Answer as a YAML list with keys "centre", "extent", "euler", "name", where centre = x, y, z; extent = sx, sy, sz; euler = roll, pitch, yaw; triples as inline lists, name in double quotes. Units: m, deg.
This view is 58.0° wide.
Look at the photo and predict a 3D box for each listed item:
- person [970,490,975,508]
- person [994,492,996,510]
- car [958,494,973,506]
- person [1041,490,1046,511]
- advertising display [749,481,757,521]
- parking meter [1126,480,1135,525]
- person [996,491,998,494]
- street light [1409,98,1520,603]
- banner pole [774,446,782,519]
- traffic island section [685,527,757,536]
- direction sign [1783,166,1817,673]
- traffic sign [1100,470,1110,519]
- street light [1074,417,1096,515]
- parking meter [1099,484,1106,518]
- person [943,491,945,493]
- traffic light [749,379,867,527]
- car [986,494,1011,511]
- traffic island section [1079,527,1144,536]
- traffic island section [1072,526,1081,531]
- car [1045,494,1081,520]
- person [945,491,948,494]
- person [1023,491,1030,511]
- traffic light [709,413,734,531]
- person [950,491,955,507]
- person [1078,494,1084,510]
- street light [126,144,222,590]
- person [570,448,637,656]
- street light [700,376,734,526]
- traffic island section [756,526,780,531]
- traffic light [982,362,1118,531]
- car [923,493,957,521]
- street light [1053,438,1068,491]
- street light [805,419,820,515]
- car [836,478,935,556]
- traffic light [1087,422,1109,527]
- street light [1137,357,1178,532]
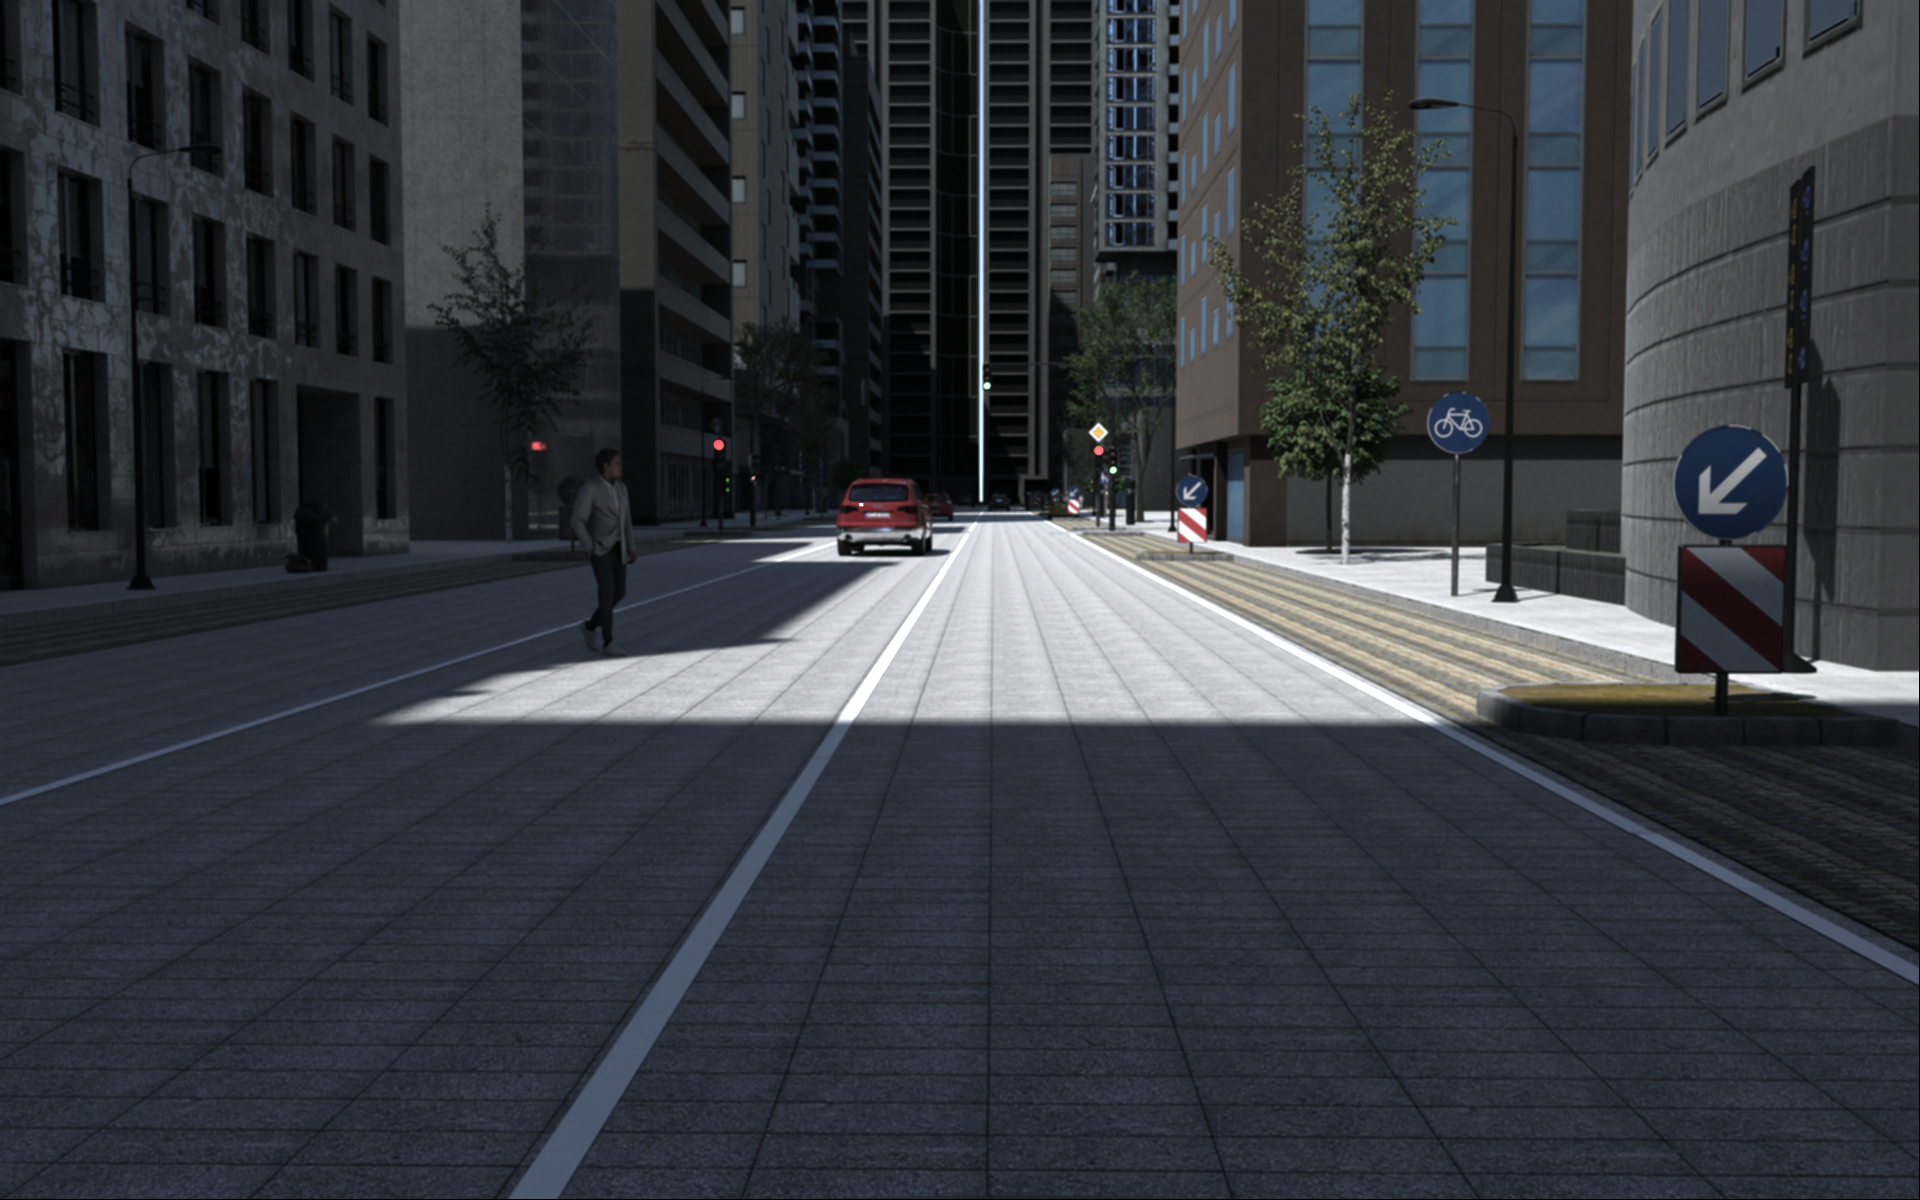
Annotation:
- centre: [1.357, -10.317, 177.138]
  extent: [0.705, 1.831, 1.348]
  euler: [-1, 4, -17]
  name: "person"
- centre: [3.272, -9.174, 159.964]
  extent: [0.415, 1.643, 0.593]
  euler: [-1, 4, -17]
  name: "person"
- centre: [0.736, -12.325, 210.316]
  extent: [1.959, 1.807, 4.718]
  euler: [0, 4, 1]
  name: "car"
- centre: [6.907, -8.353, 145.789]
  extent: [0.721, 1.743, 1.217]
  euler: [0, 4, -3]
  name: "person"
- centre: [-9.709, -4.647, 81.190]
  extent: [0.123, 1.923, 0.974]
  euler: [0, 4, 8]
  name: "advertising display"
- centre: [7.118, -4.070, 72.259]
  extent: [0.255, 1.863, 0.399]
  euler: [2, 4, 33]
  name: "parking meter"
- centre: [4.105, -11.145, 190.728]
  extent: [1.348, 1.822, 0.705]
  euler: [2, 4, 24]
  name: "person"
- centre: [5.959, -2.931, 20.460]
  extent: [1.470, 5.913, 1.316]
  euler: [0, 4, 1]
  name: "street light"
- centre: [-9.420, -6.085, 89.512]
  extent: [0.401, 3.779, 0.863]
  euler: [0, 4, -2]
  name: "banner pole"
- centre: [-8.351, -2.328, 60.339]
  extent: [2.009, 0.180, 2.903]
  euler: [0, 4, 1]
  name: "traffic island section"
- centre: [6.007, -1.251, 12.456]
  extent: [0.379, 3.537, 0.876]
  euler: [1, 4, 17]
  name: "direction sign"
- centre: [7.559, -5.524, 90.415]
  extent: [0.768, 2.556, 0.104]
  euler: [0, 4, 8]
  name: "traffic sign"
- centre: [7.605, -8.103, 105.020]
  extent: [1.470, 5.913, 1.316]
  euler: [0, 4, 1]
  name: "street light"
- centre: [7.688, -5.402, 94.040]
  extent: [0.399, 1.863, 0.255]
  euler: [-1, 4, -11]
  name: "parking meter"
- centre: [-1.376, -9.044, 156.923]
  extent: [0.990, 1.755, 0.434]
  euler: [-2, 4, -33]
  name: "person"
- centre: [-6.062, -5.719, 68.181]
  extent: [4.771, 5.953, 1.251]
  euler: [0, 4, 1]
  name: "traffic light"
- centre: [3.300, -8.259, 146.830]
  extent: [2.131, 1.459, 4.920]
  euler: [0, 4, 1]
  name: "car"
- centre: [5.287, -2.311, 60.067]
  extent: [2.009, 0.180, 2.903]
  euler: [0, 4, 1]
  name: "traffic island section"
- centre: [5.444, -2.799, 68.050]
  extent: [2.009, 0.180, 2.903]
  euler: [0, 4, 1]
  name: "traffic island section"
- centre: [5.809, -5.329, 97.355]
  extent: [2.015, 1.641, 3.980]
  euler: [0, 4, 2]
  name: "car"
- centre: [-1.571, -10.926, 187.860]
  extent: [1.217, 1.743, 0.721]
  euler: [3, 5, 42]
  name: "person"
- centre: [5.515, -8.285, 144.768]
  extent: [0.742, 1.727, 0.445]
  euler: [2, 4, 26]
  name: "person"
- centre: [-8.312, -4.360, 60.203]
  extent: [0.839, 4.253, 0.868]
  euler: [0, 4, 1]
  name: "traffic light"
- centre: [-0.850, -11.457, 196.344]
  extent: [0.721, 1.766, 1.217]
  euler: [1, 4, 18]
  name: "person"
- centre: [9.648, -7.809, 138.002]
  extent: [0.425, 1.301, 0.394]
  euler: [0, 4, -1]
  name: "person"
- centre: [-10.485, -3.094, 23.129]
  extent: [1.470, 5.913, 1.316]
  euler: [0, 4, 1]
  name: "street light"
- centre: [-3.228, -0.439, 15.530]
  extent: [0.795, 1.843, 0.661]
  euler: [3, 4, 36]
  name: "person"
- centre: [-9.627, -5.868, 68.475]
  extent: [1.470, 5.913, 1.316]
  euler: [0, 4, 1]
  name: "street light"
- centre: [-8.195, -2.816, 68.322]
  extent: [2.009, 0.180, 2.903]
  euler: [0, 4, 1]
  name: "traffic island section"
- centre: [3.154, -5.210, 59.853]
  extent: [4.771, 5.953, 1.251]
  euler: [0, 4, 1]
  name: "traffic light"
- centre: [-1.263, -5.167, 93.521]
  extent: [2.155, 1.783, 4.494]
  euler: [0, 4, 0]
  name: "car"
- centre: [8.362, -10.420, 142.908]
  extent: [1.470, 5.913, 1.316]
  euler: [0, 4, 1]
  name: "street light"
- centre: [-8.850, -8.185, 106.363]
  extent: [1.470, 5.913, 1.316]
  euler: [0, 4, 1]
  name: "street light"
- centre: [-1.766, -2.021, 41.718]
  extent: [2.281, 1.827, 5.304]
  euler: [0, 4, 2]
  name: "car"
- centre: [5.404, -4.833, 67.937]
  extent: [0.839, 4.253, 0.868]
  euler: [0, 4, 1]
  name: "traffic light"
- centre: [6.682, -5.269, 58.696]
  extent: [1.470, 5.913, 1.316]
  euler: [0, 4, 1]
  name: "street light"
